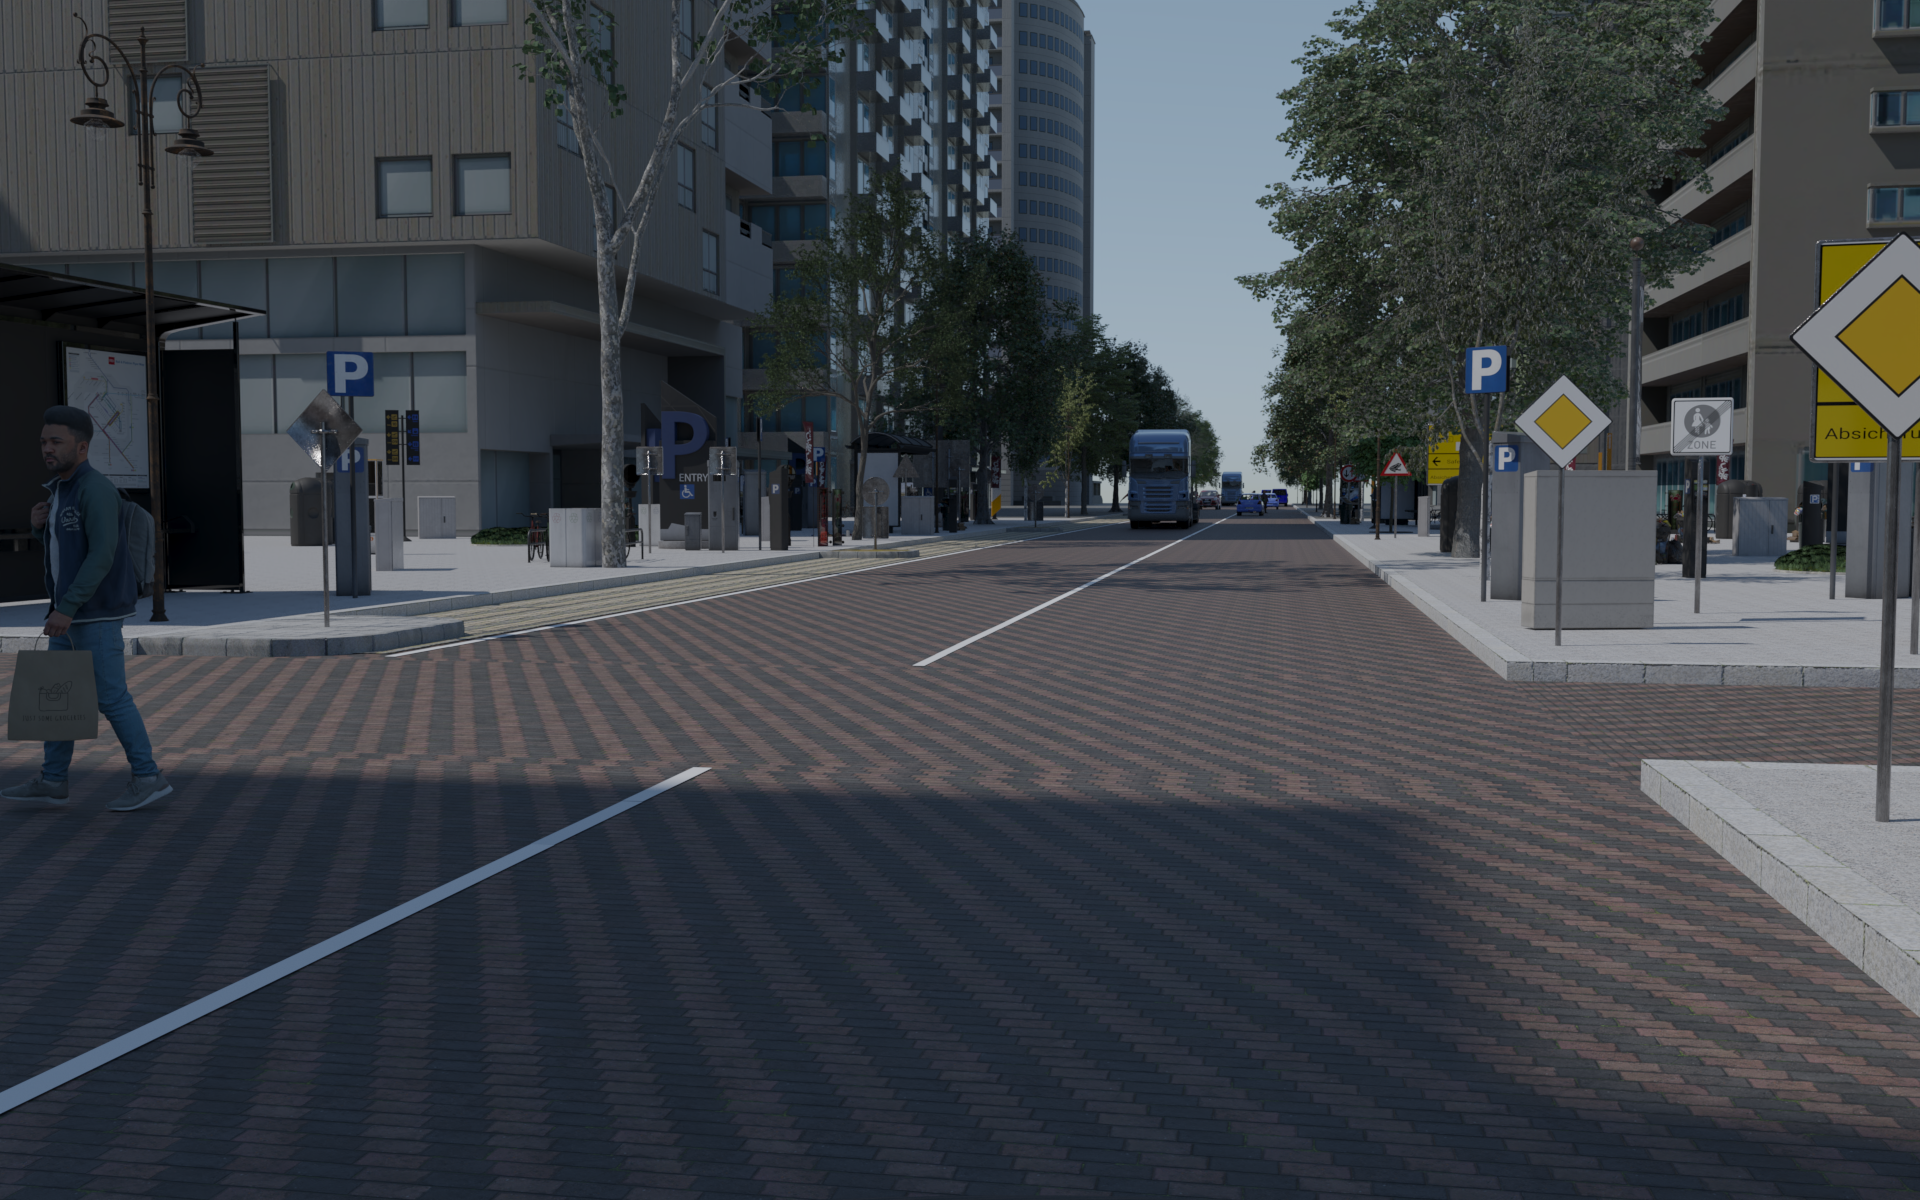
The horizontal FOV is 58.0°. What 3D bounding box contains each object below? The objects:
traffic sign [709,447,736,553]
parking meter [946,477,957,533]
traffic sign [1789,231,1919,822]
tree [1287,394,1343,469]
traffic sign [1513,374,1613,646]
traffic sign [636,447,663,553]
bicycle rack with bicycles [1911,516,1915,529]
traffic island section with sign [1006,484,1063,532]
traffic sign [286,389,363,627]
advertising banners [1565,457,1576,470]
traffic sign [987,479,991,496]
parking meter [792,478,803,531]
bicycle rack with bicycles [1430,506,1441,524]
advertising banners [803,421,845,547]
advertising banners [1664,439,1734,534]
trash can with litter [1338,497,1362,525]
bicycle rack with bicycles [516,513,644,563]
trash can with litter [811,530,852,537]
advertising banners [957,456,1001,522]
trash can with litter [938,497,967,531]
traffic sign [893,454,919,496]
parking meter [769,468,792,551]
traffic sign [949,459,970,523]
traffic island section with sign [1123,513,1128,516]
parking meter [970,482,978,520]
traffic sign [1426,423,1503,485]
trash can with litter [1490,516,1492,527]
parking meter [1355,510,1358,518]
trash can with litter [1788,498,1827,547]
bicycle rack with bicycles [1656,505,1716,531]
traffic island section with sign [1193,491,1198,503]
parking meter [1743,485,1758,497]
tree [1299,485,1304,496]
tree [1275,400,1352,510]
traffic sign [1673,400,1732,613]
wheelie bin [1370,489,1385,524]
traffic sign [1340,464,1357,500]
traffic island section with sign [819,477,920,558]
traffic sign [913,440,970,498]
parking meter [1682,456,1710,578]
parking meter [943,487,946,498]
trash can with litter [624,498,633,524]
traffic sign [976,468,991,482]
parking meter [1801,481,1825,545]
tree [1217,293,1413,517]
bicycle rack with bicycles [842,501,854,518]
[{"bbox_3d":[-5.143,-2.167,37.567,0.606,2.300,0.079,1,4,11],"label":"traffic sign"},{"bbox_3d":[-0.225,-3.161,57.395,0.255,1.863,0.399,0,4,3],"label":"parking meter"},{"bbox_3d":[3.613,-0.189,6.725,0.795,2.450,0.064,1,4,10],"label":"traffic sign"},{"bbox_3d":[27.938,-12.062,131.622,7.601,10.594,8.767,3,5,41],"label":"tree"},{"bbox_3d":[5.054,-0.669,14.580,0.795,2.450,0.064,1,4,10],"label":"traffic sign"},{"bbox_3d":[-6.699,-2.156,37.376,0.606,2.300,0.079,1,4,12],"label":"traffic sign"},{"bbox_3d":[29.040,-2.379,52.271,2.852,0.926,2.925,-2,4,-24],"label":"bicycle rack with bicycles"},{"bbox_3d":[2.872,-3.494,65.751,1.989,1.847,2.006,1,4,10],"label":"traffic island section with sign"},{"bbox_3d":[-6.101,-0.795,16.640,0.795,2.450,0.064,1,4,10],"label":"traffic sign"},{"bbox_3d":[18.759,-3.599,55.027,0.090,3.025,2.074,-2,4,-30],"label":"advertising banners"},{"bbox_3d":[1.377,-5.368,87.865,0.768,2.556,0.104,1,4,13],"label":"traffic sign"},{"bbox_3d":[-5.715,-3.349,60.465,0.399,1.863,0.255,-2,4,-28],"label":"parking meter"},{"bbox_3d":[21.393,-3.740,74.530,2.925,0.926,2.852,1,4,23],"label":"bicycle rack with bicycles"},{"bbox_3d":[-3.339,-2.822,42.321,0.090,3.025,2.074,2,4,24],"label":"advertising banners"},{"bbox_3d":[23.543,-3.607,55.161,2.074,3.025,0.090,0,4,5],"label":"advertising banners"},{"bbox_3d":[16.493,-3.774,73.093,0.624,1.170,1.055,-3,4,-39],"label":"trash can with litter"},{"bbox_3d":[-7.277,-1.200,32.999,2.852,0.926,2.925,0,4,2],"label":"bicycle rack with bicycles"},{"bbox_3d":[-3.706,-2.549,52.733,1.678,1.210,2.233,-1,4,-9],"label":"trash can with litter"},{"bbox_3d":[0.900,-5.085,79.323,2.074,3.025,0.090,0,4,-5],"label":"advertising banners"},{"bbox_3d":[-0.267,-3.011,60.613,0.624,1.170,1.055,3,5,42],"label":"trash can with litter"},{"bbox_3d":[-1.747,-3.415,55.838,0.884,2.594,0.081,1,4,13],"label":"traffic sign"},{"bbox_3d":[-4.114,-2.053,39.275,0.399,1.863,0.255,2,4,31],"label":"parking meter"},{"bbox_3d":[-0.028,-3.795,62.149,0.768,2.556,0.104,1,4,11],"label":"traffic sign"},{"bbox_3d":[11.851,-6.485,114.652,1.989,1.847,2.006,1,4,10],"label":"traffic island section with sign"},{"bbox_3d":[0.682,-4.876,85.441,0.255,1.863,0.399,-2,4,-27],"label":"parking meter"},{"bbox_3d":[14.608,-3.426,49.890,2.265,3.308,0.079,1,4,13],"label":"traffic sign"},{"bbox_3d":[7.758,-0.809,24.615,0.624,1.170,1.055,0,4,7],"label":"trash can with litter"},{"bbox_3d":[19.873,-4.803,86.941,0.372,1.533,0.369,0,3,0],"label":"parking meter"},{"bbox_3d":[19.845,-1.785,40.572,0.624,1.170,1.055,1,4,22],"label":"trash can with litter"},{"bbox_3d":[24.410,-2.788,58.959,2.852,0.926,2.925,-2,4,-28],"label":"bicycle rack with bicycles"},{"bbox_3d":[26.592,-11.404,195.082,1.989,1.847,2.006,1,4,10],"label":"traffic island section with sign"},{"bbox_3d":[21.863,-2.418,47.943,0.372,1.533,0.369,0,3,0],"label":"parking meter"},{"bbox_3d":[47.689,-17.667,239.214,4.737,8.622,4.395,0,3,0],"label":"tree"},{"bbox_3d":[30.027,-13.806,143.853,7.486,12.596,7.792,0,3,0],"label":"tree"},{"bbox_3d":[7.921,-1.004,18.547,0.606,2.300,0.079,1,4,17],"label":"traffic sign"},{"bbox_3d":[18.328,-4.135,75.521,0.980,1.594,0.693,3,4,38],"label":"wheelie bin"},{"bbox_3d":[16.692,-4.541,74.344,0.768,2.556,0.104,1,4,13],"label":"traffic sign"},{"bbox_3d":[-1.980,-1.872,39.235,1.989,1.847,2.006,1,4,10],"label":"traffic island section with sign"},{"bbox_3d":[-0.719,-4.373,65.376,2.265,3.308,0.079,1,4,18],"label":"traffic sign"},{"bbox_3d":[11.250,-1.270,26.481,0.255,1.863,0.399,0,4,3],"label":"parking meter"},{"bbox_3d":[-0.816,-4.696,82.487,0.399,1.863,0.255,2,4,34],"label":"parking meter"},{"bbox_3d":[-10.111,-2.393,50.519,1.055,1.170,0.624,-3,5,-44],"label":"trash can with litter"},{"bbox_3d":[1.091,-4.911,80.407,0.768,2.556,0.104,1,4,16],"label":"traffic sign"},{"bbox_3d":[16.106,-1.486,32.706,0.372,1.533,0.369,0,3,0],"label":"parking meter"},{"bbox_3d":[20.454,-10.899,95.212,9.611,12.733,9.660,0,3,0],"label":"tree"},{"bbox_3d":[-5.168,-4.752,91.070,2.925,0.926,2.852,-3,5,-42],"label":"bicycle rack with bicycles"}]
